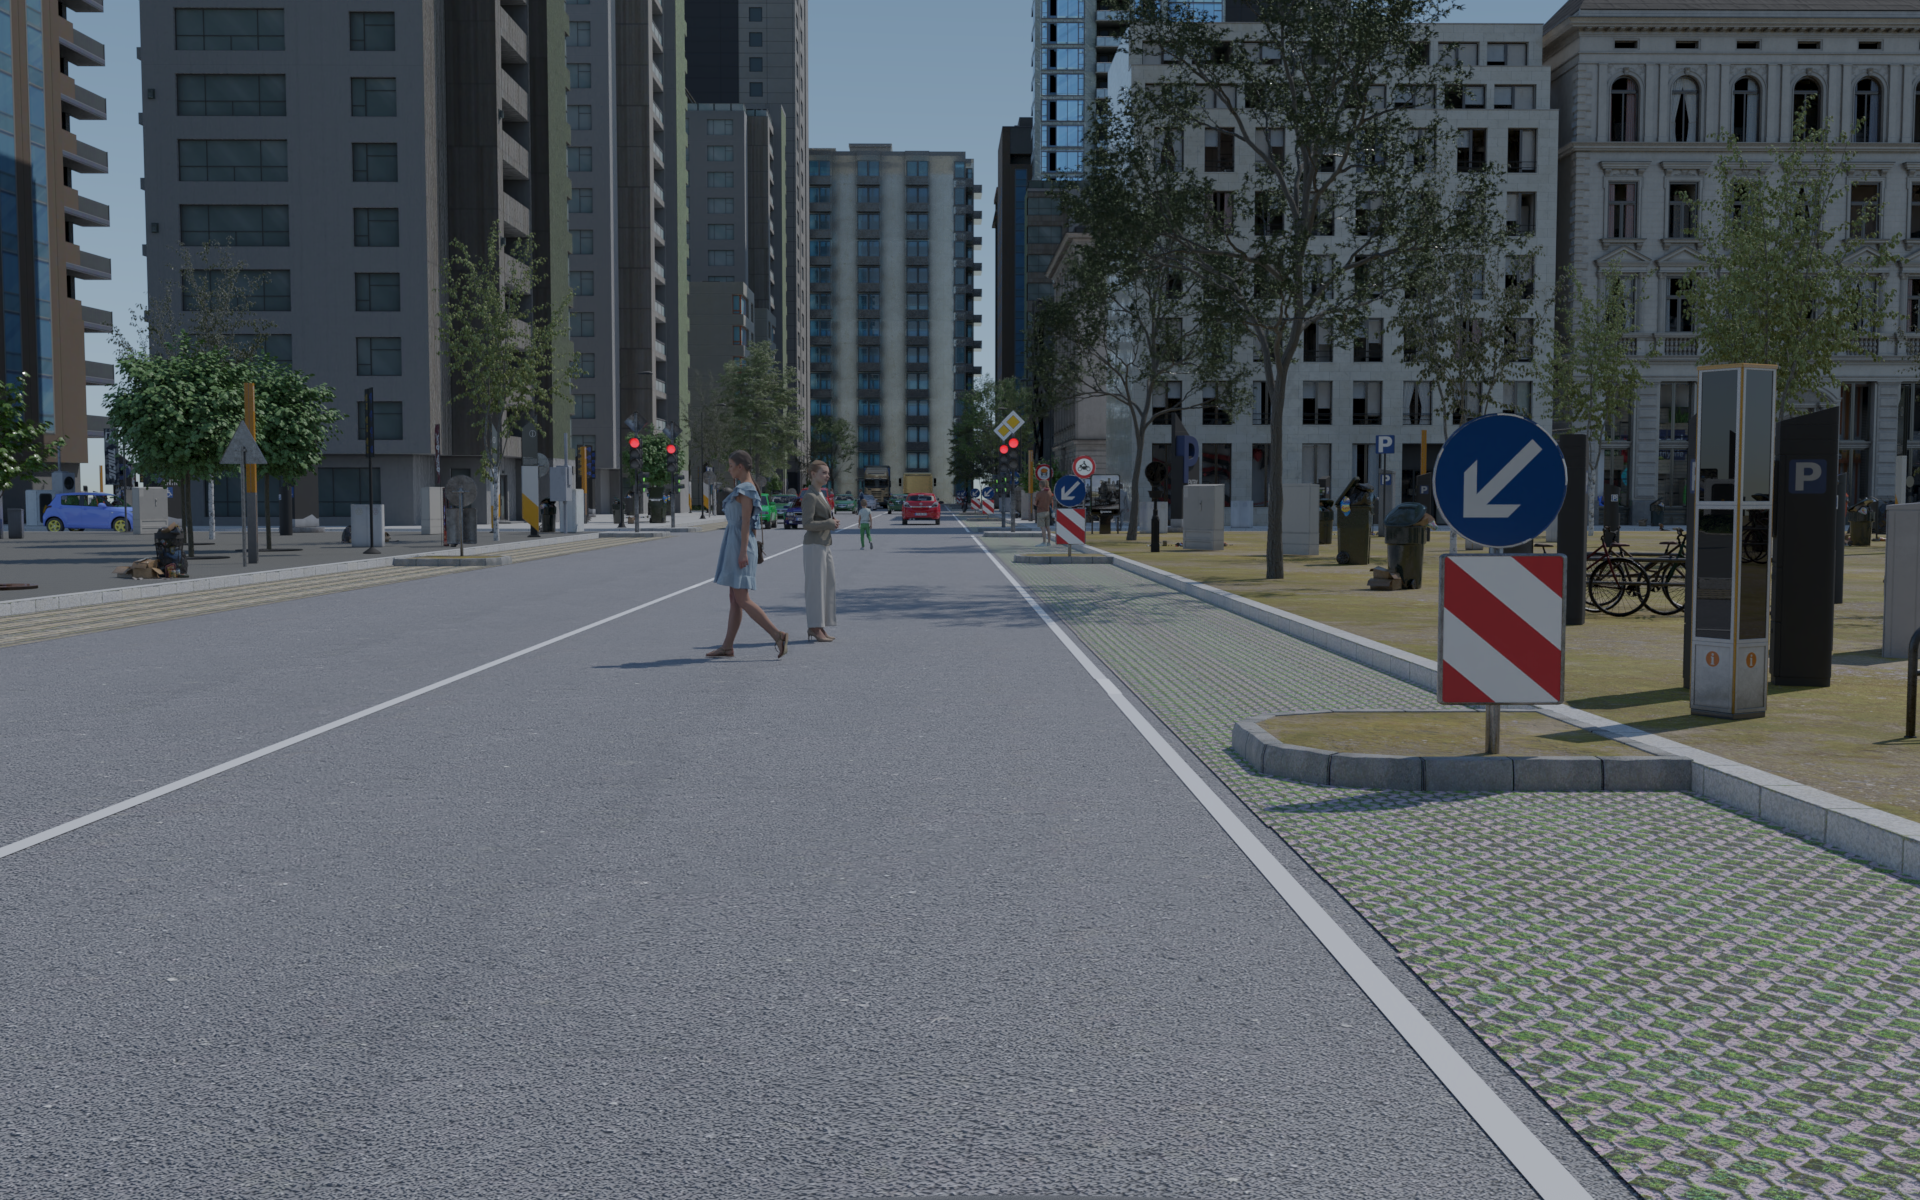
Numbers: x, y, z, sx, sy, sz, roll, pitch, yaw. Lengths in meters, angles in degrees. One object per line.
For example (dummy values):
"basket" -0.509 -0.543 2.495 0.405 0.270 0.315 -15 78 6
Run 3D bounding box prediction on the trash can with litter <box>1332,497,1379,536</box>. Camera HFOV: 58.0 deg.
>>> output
"trash can with litter" 12.777 -2.639 54.203 2.233 1.210 1.678 1 4 10

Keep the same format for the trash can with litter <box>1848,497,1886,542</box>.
"trash can with litter" 24.609 -2.229 47.507 1.678 1.210 2.233 -2 4 -30

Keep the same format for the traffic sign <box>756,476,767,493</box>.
"traffic sign" -14.014 -7.464 122.148 0.768 2.556 0.104 0 4 5

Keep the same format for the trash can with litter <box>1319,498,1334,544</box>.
"trash can with litter" 9.202 -2.022 44.444 0.624 1.170 1.055 0 4 -6

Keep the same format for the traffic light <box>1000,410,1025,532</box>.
"traffic light" 1.763 -4.230 58.087 0.839 4.253 0.868 0 4 -1

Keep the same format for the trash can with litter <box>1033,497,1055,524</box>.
"trash can with litter" 3.715 -3.909 75.303 1.055 1.170 0.624 1 4 23

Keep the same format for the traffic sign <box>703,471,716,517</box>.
"traffic sign" -13.726 -5.790 94.778 0.768 2.556 0.104 0 4 1

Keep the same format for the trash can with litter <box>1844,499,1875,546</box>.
"trash can with litter" 21.968 -1.916 42.716 0.624 1.170 1.055 -2 4 -32

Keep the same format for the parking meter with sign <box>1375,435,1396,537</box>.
"parking meter with sign" 12.851 -3.409 52.002 0.543 3.016 1.738 1 4 21

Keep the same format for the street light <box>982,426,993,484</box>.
"street light" 2.389 -8.873 117.613 1.470 5.913 1.316 0 4 -1

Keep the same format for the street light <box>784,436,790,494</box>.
"street light" -13.247 -10.000 136.037 1.470 5.913 1.316 0 4 -1

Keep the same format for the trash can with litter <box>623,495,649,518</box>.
"trash can with litter" -17.186 -4.926 91.595 2.233 1.210 1.678 0 4 3

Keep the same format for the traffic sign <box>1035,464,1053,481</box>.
"traffic sign" 3.549 -4.464 73.098 0.768 2.556 0.104 0 4 4

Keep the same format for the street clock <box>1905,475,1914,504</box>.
"street clock" 36.686 -3.824 67.095 0.471 2.002 0.358 -1 4 -22

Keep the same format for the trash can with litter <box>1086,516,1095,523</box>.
"trash can with litter" 5.585 -4.051 77.620 1.055 1.170 0.624 2 4 35

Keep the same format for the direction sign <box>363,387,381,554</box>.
"direction sign" -12.646 -2.761 37.146 0.379 3.537 0.876 -2 4 -28

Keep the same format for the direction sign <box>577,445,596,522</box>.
"direction sign" -17.241 -5.355 79.547 0.379 3.537 0.876 2 4 32

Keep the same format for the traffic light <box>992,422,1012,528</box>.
"traffic light" 1.646 -4.719 66.071 0.839 4.253 0.868 0 4 -1

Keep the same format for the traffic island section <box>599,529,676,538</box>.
"traffic island section" -10.837 -2.186 58.021 2.009 0.180 2.903 0 4 -1

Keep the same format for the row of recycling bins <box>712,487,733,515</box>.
"row of recycling bins" -14.446 -6.038 105.839 1.069 1.692 3.534 -1 4 -16

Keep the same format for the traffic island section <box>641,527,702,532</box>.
"traffic island section" -10.954 -2.674 66.006 2.009 0.180 2.903 0 4 -1

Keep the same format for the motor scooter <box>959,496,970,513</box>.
"motor scooter" 0.335 -7.312 132.335 0.815 1.314 1.986 0 4 -3

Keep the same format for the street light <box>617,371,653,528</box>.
"street light" -12.331 -5.700 65.742 1.470 5.913 1.316 0 4 -1

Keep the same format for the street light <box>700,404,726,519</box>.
"street light" -12.717 -7.127 89.062 1.470 5.913 1.316 0 4 -1

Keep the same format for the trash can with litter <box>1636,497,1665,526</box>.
"trash can with litter" 27.342 -3.497 68.567 1.055 1.170 0.624 2 4 30

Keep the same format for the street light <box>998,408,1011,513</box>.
"street light" 2.729 -7.385 93.282 1.470 5.913 1.316 0 4 -1

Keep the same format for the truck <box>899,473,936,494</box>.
"truck" -3.790 -9.746 155.263 3.469 3.379 9.791 0 4 -2

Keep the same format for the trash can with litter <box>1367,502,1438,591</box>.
"trash can with litter" 5.927 -0.726 23.264 0.624 1.170 1.055 3 4 39

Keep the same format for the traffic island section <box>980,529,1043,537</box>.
"traffic island section" 1.803 -2.197 58.201 2.009 0.180 2.903 0 4 -1

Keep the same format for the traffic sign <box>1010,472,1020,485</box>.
"traffic sign" 3.001 -5.923 96.939 0.768 2.556 0.104 0 4 1

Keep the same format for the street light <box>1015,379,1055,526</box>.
"street light" 3.107 -5.950 69.828 1.470 5.913 1.316 0 4 -1

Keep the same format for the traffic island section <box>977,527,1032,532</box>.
"traffic island section" 1.686 -2.685 66.185 2.009 0.180 2.903 0 4 -1

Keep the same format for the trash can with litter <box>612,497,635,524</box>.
"trash can with litter" -14.357 -3.836 74.112 1.055 1.170 0.624 0 4 -4

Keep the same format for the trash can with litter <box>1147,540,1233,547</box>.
"trash can with litter" 5.697 -1.932 42.644 2.233 1.210 1.678 0 4 1

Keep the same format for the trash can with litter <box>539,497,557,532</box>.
"trash can with litter" -13.972 -2.870 58.312 0.624 1.170 1.055 -2 4 -30

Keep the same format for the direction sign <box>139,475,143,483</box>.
"direction sign" -55.989 -7.769 119.018 0.876 3.537 0.379 1 4 15

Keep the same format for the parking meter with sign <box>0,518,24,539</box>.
"parking meter with sign" -27.751 -3.252 49.435 1.738 3.016 0.543 -1 4 -18

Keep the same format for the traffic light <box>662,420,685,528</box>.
"traffic light" -10.914 -4.706 65.872 0.839 4.253 0.868 0 4 -1

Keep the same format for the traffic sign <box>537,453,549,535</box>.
"traffic sign" -13.042 -3.261 53.423 0.768 2.556 0.104 1 4 8

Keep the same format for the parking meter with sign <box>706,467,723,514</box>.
"parking meter with sign" -15.613 -7.054 111.590 0.543 3.016 1.738 2 4 26

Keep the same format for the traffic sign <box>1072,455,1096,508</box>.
"traffic sign" 4.077 -3.476 56.945 0.768 2.556 0.104 0 4 3

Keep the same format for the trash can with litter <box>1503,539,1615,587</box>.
"trash can with litter" 8.067 -0.785 23.898 2.233 1.210 1.678 0 4 4

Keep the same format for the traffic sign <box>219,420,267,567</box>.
"traffic sign" -12.622 -1.865 30.493 0.884 2.594 0.081 0 4 7

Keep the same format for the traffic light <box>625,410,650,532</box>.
"traffic light" -10.797 -4.218 57.887 0.839 4.253 0.868 0 4 -1

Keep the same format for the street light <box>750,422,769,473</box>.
"street light" -13.051 -8.548 112.306 1.470 5.913 1.316 0 4 -1

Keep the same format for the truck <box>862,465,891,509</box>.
"truck" -8.177 -11.160 171.384 2.839 4.237 11.283 0 4 -2
